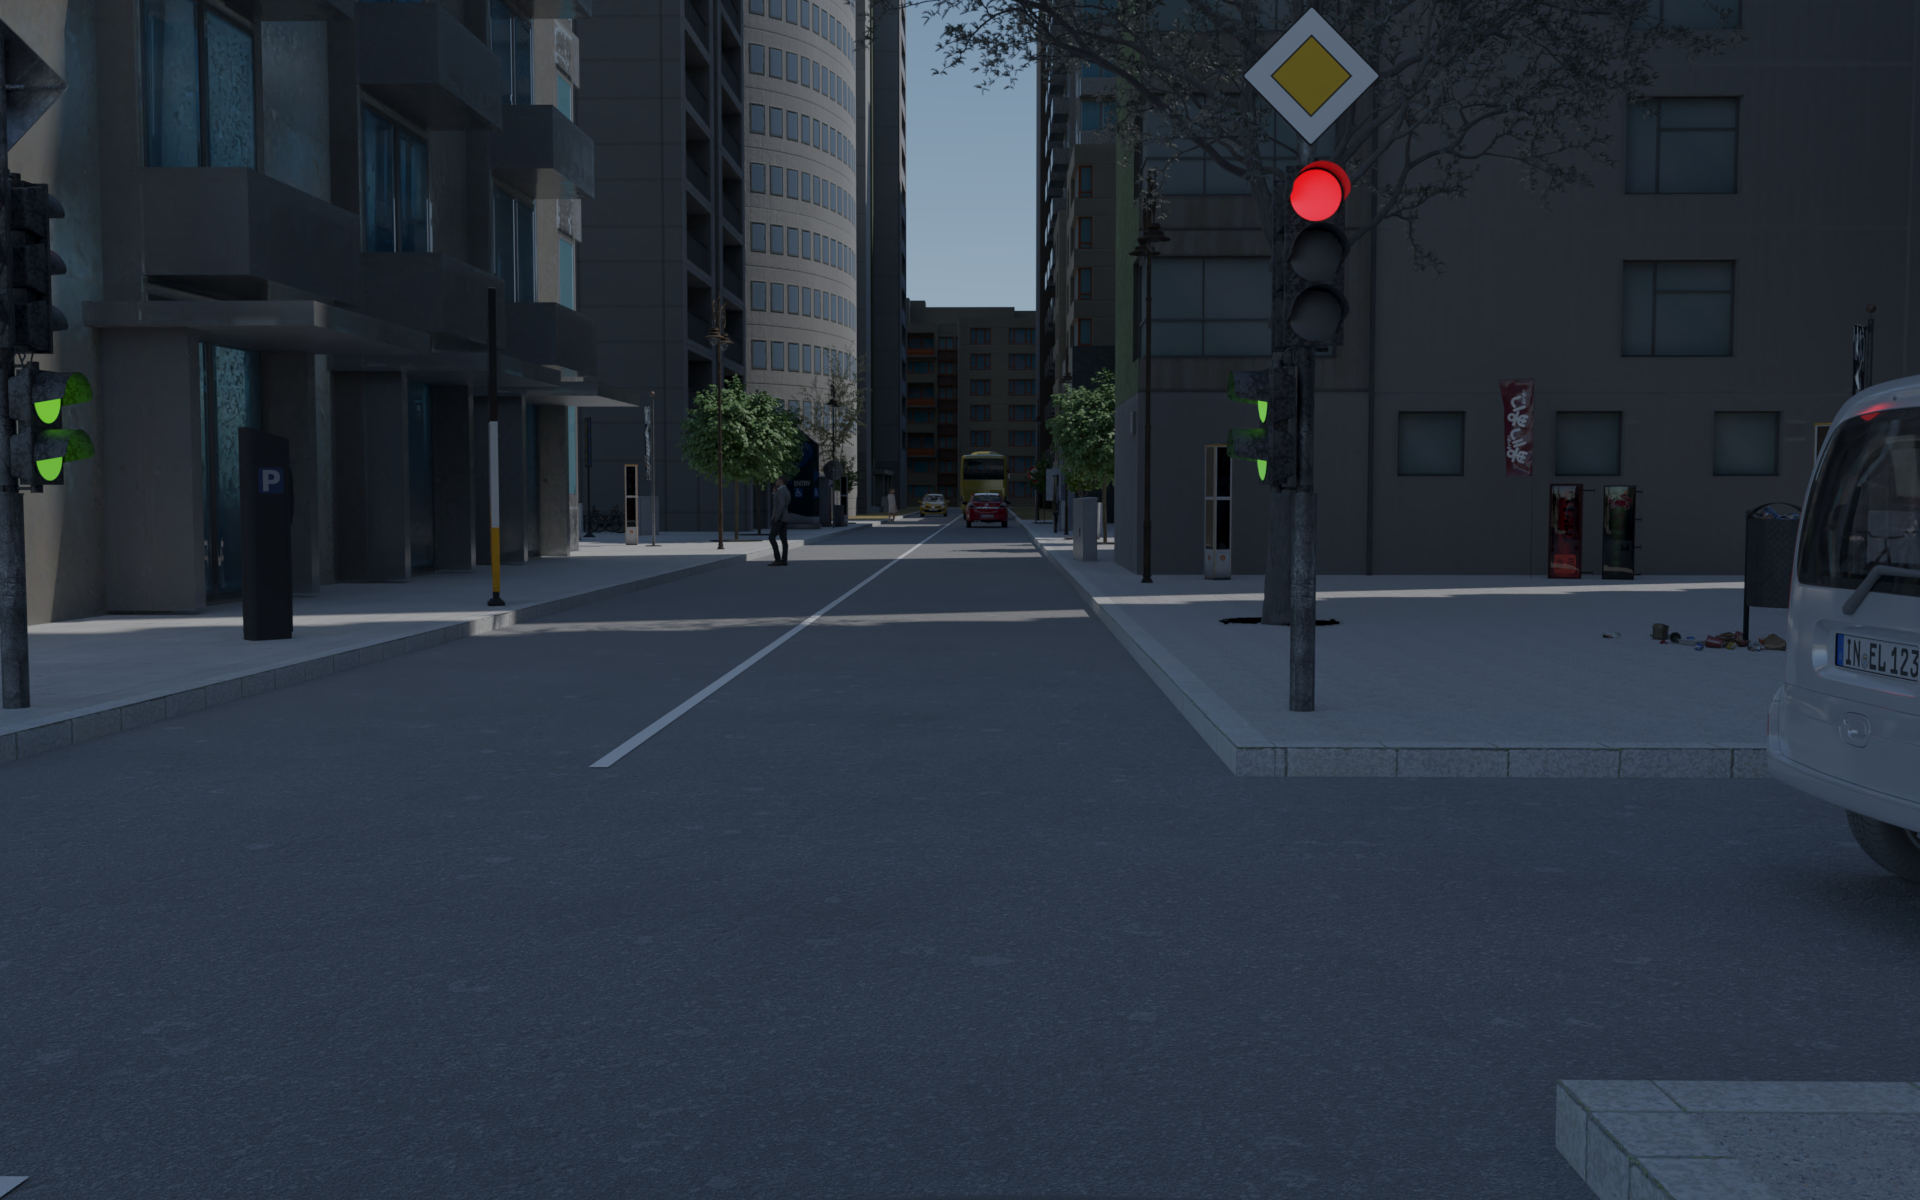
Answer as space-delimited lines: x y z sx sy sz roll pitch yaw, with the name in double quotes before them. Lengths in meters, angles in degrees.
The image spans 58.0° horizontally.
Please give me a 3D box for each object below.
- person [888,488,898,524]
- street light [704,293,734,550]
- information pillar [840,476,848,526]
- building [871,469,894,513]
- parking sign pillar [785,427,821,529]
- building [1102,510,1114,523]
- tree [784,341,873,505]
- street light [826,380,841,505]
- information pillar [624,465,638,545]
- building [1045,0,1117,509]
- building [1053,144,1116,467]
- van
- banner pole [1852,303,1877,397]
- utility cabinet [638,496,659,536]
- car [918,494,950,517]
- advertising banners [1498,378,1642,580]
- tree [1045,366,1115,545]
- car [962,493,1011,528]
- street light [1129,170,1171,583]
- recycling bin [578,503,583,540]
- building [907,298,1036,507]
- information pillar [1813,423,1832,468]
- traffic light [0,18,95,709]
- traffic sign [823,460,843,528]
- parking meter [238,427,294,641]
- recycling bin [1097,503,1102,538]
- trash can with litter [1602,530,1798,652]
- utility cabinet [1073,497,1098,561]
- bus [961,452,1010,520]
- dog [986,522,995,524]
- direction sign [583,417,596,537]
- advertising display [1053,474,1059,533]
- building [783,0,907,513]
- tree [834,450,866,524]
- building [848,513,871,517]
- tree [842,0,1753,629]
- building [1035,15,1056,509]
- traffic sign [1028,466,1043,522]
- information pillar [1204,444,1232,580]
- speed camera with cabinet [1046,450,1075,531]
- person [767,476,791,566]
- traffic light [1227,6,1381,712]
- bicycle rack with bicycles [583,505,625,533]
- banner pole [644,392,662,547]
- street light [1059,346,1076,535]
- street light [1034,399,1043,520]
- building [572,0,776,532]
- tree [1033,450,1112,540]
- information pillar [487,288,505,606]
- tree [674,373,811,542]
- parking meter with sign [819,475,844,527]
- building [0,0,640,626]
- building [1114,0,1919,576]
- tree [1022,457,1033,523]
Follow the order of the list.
"person" -3.211 -4.452 82.040 0.466 1.731 0.760 0 4 7
"street light" -5.543 -4.108 39.955 0.468 5.910 1.993 0 4 1
"information pillar" -4.603 -3.931 68.763 0.304 2.012 0.304 0 4 0
"building" -21.277 -26.551 125.992 32.217 40.220 23.993 0 4 1
"parking sign pillar" -5.805 -4.578 63.317 1.447 3.967 1.447 2 4 27
"building" 15.939 -46.183 67.765 22.319 86.520 31.000 0 4 1
"tree" -6.037 -8.096 82.731 4.360 8.622 3.978 0 3 0
"street light" -5.071 -5.908 69.377 0.468 5.910 1.993 0 4 1
"information pillar" -8.253 -2.386 43.501 0.304 2.012 0.304 0 4 -8
"building" 17.746 -31.191 129.582 23.786 49.044 30.456 0 4 1
"building" 19.731 -15.595 100.017 27.650 21.520 28.899 0 4 1
"van" 4.950 0.085 5.629 4.112 2.044 2.013 0 4 1
"banner pole" 11.805 -1.999 22.695 0.863 3.779 0.401 -3 5 -44
"utility cabinet" -9.778 -2.616 53.932 0.306 1.237 1.020 2 4 24
"car" -1.666 -6.123 110.327 2.015 1.641 3.980 0 4 1
"advertising banners" 9.163 -1.828 26.072 2.074 3.025 0.090 1 4 20
"tree" 3.798 -3.720 44.535 4.285 4.588 4.351 0 3 0
"car" 1.151 -4.039 75.081 2.155 1.783 4.494 0 4 0
"street light" 2.705 -3.186 24.880 0.468 5.910 1.993 0 4 1
"recycling bin" -10.884 -2.179 48.179 0.722 1.027 0.722 -1 4 -8
"building" -5.439 -20.720 183.812 28.899 21.520 27.650 0 4 1
"information pillar" 9.035 -0.821 17.918 0.304 2.012 0.304 -2 4 -34
"traffic light" -5.651 -1.307 10.283 0.839 4.253 0.868 0 4 1
"traffic sign" -4.746 -3.960 64.852 0.768 2.556 0.104 0 4 7
"parking meter" -6.107 -0.585 15.273 0.255 1.863 0.399 3 5 45
"recycling bin" 3.810 -2.366 51.241 0.722 1.027 0.722 1 4 13
"trash can with litter" 6.622 -0.225 14.743 1.678 1.210 2.233 -3 4 -37
"utility cabinet" 2.409 -1.364 33.463 0.306 1.237 1.020 0 4 -7
"bus" 1.457 -6.625 99.870 2.896 3.916 12.252 0 4 2
"dog" 1.502 -3.927 84.400 0.550 0.427 0.748 1 4 10
"direction sign" -11.001 -3.626 51.290 0.379 3.537 0.876 -1 4 -23
"advertising display" 3.170 -3.181 57.228 0.123 1.923 0.974 1 4 8
"building" -18.838 -37.136 149.177 28.212 58.520 21.231 0 4 1
"tree" -5.098 -4.934 75.273 1.663 3.219 1.824 0 3 0
"building" -16.621 -34.069 99.028 21.231 58.520 28.212 0 4 1
"tree" 3.215 -6.494 16.551 12.009 13.543 11.850 0 3 0
"building" 13.743 -30.700 152.060 14.600 45.320 14.200 0 4 1
"traffic sign" 3.399 -4.724 77.341 0.768 2.556 0.104 0 4 4
"information pillar" 3.853 -1.306 25.840 0.304 2.012 0.304 -1 4 -22
"speed camera with cabinet" 3.514 -4.056 60.647 0.660 3.252 2.038 1 4 17
"person" -3.620 -1.587 34.630 0.473 1.802 0.592 1 4 23
"traffic light" 2.009 -1.299 10.156 0.839 4.253 0.868 0 4 1
"bicycle rack with bicycles" -11.699 -2.667 56.988 2.925 0.926 2.852 0 4 -6
"banner pole" -7.619 -3.214 42.566 0.401 3.779 0.863 -2 4 -27
"street light" 3.345 -4.985 54.298 0.468 5.910 1.993 0 4 1
"street light" 3.809 -6.820 84.289 0.468 5.910 1.993 0 4 1
"building" -17.137 -38.464 67.144 20.563 71.187 20.611 0 4 1
"tree" 3.355 -3.321 48.904 1.663 3.219 1.824 0 3 0
"information pillar" -5.375 -1.749 19.948 0.183 3.616 0.504 -1 4 -17
"tree" -6.035 -3.858 46.797 4.285 4.588 4.351 0 3 0
"parking meter with sign" -5.379 -4.362 67.585 1.738 3.016 0.543 1 4 17
"building" -18.418 -24.798 25.054 23.786 49.044 30.456 0 4 1
"building" 9.950 -21.366 32.930 14.154 41.232 14.086 0 4 1
"tree" 3.524 -4.919 75.025 1.663 3.219 1.824 0 3 0
